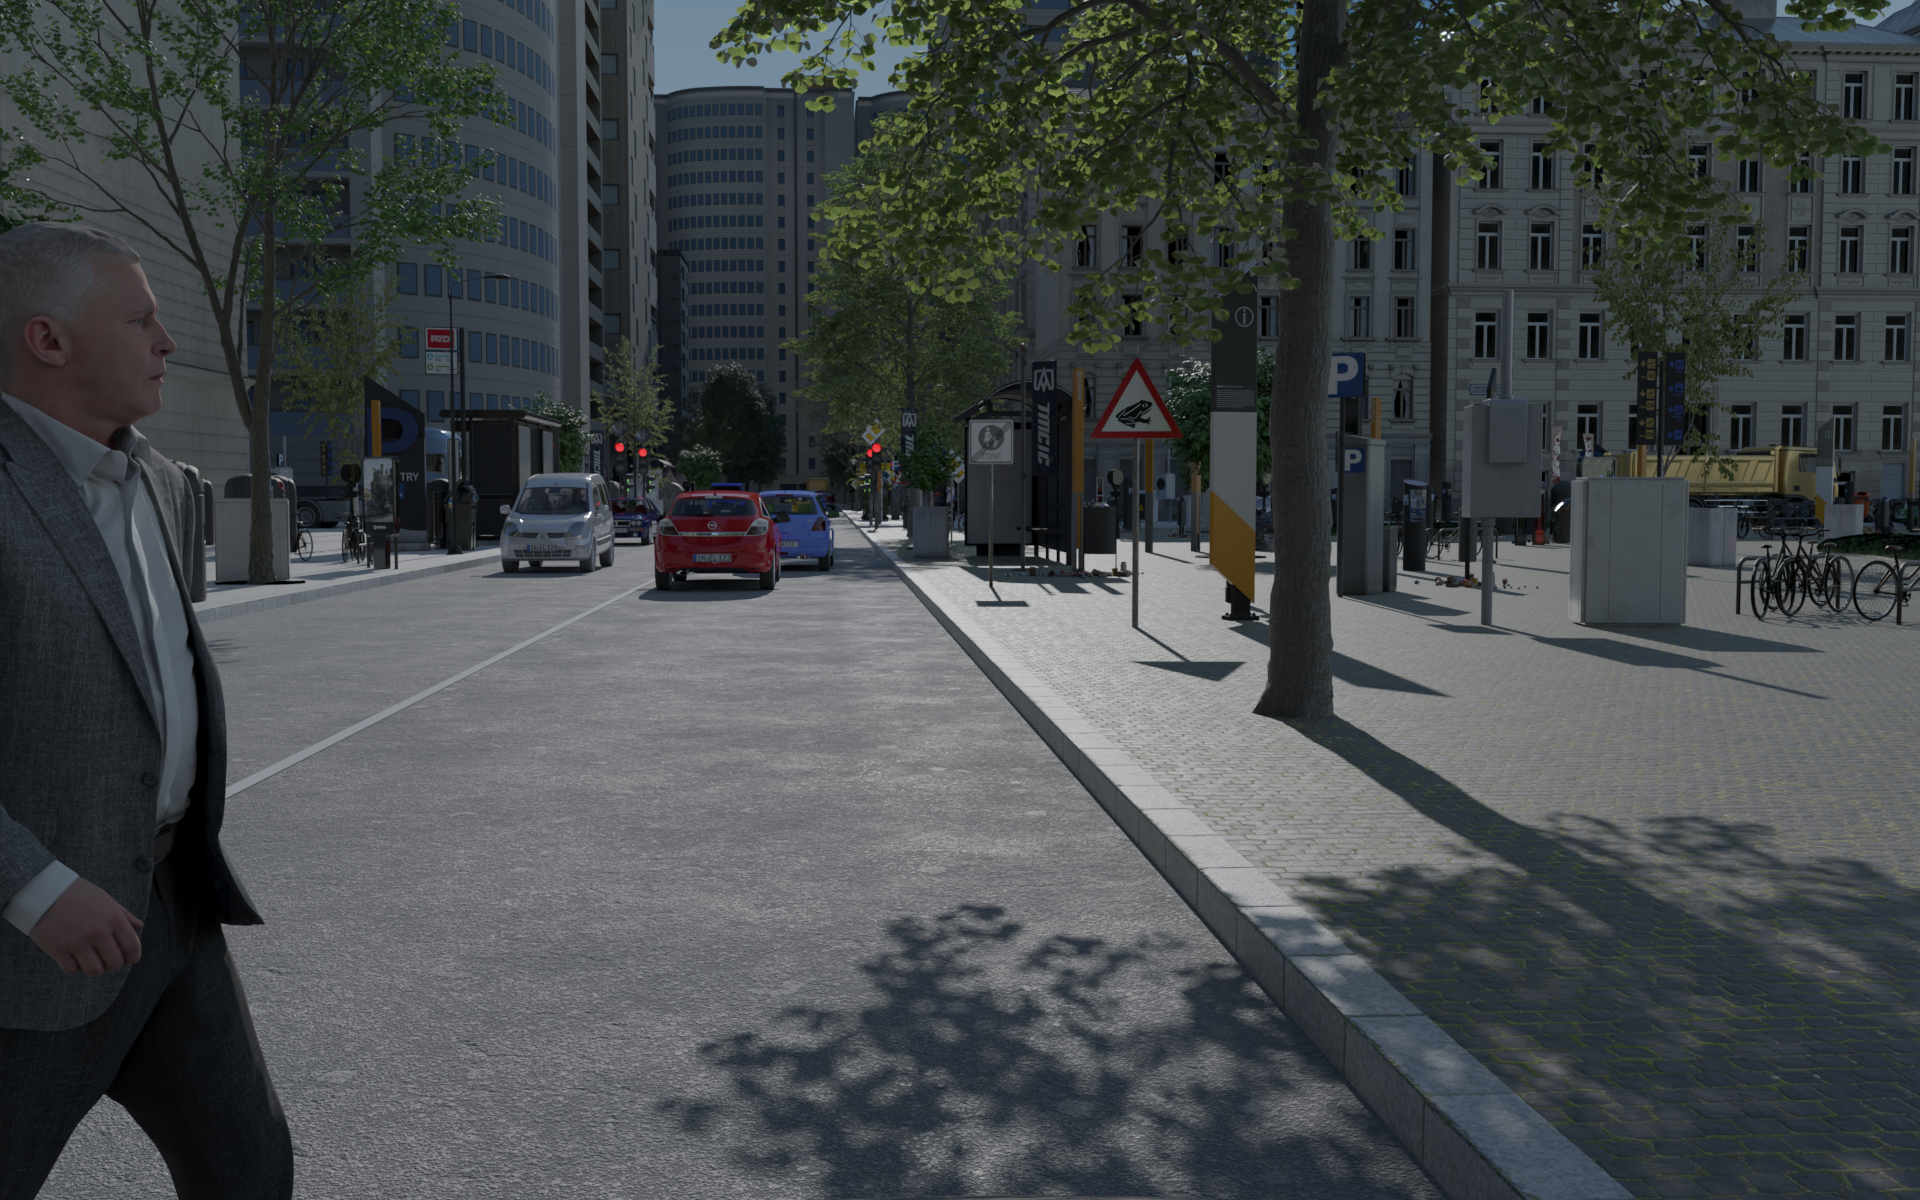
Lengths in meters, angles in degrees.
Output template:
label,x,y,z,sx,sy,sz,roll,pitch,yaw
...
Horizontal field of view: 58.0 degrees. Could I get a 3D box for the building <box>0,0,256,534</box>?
label,x,y,z,sx,sy,sz,roll,pitch,yaw
building,-42.772,-16.330,43.414,44.131,29.872,17.030,0,4,-4

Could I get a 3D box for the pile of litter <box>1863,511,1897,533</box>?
label,x,y,z,sx,sy,sz,roll,pitch,yaw
pile of litter,27.720,-2.362,52.589,1.719,0.858,1.176,-2,4,-23

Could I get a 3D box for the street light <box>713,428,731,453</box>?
label,x,y,z,sx,sy,sz,roll,pitch,yaw
street light,-16.708,-9.092,121.201,1.470,5.913,1.316,0,4,-4

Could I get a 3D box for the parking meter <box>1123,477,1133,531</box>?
label,x,y,z,sx,sy,sz,roll,pitch,yaw
parking meter,5.930,-3.356,60.584,0.399,1.863,0.255,-1,4,-22

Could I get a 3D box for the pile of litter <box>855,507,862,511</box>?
label,x,y,z,sx,sy,sz,roll,pitch,yaw
pile of litter,-7.397,-7.285,133.078,1.176,0.858,1.719,-2,4,-27

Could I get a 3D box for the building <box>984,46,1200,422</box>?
label,x,y,z,sx,sy,sz,roll,pitch,yaw
building,9.187,-19.804,111.185,14.401,28.519,23.554,0,4,-4

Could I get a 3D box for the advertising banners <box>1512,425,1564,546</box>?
label,x,y,z,sx,sy,sz,roll,pitch,yaw
advertising banners,14.579,-2.901,43.620,2.074,3.025,0.090,-3,4,-37

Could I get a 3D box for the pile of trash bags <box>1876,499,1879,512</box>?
label,x,y,z,sx,sy,sz,roll,pitch,yaw
pile of trash bags,39.811,-4.180,78.097,1.912,1.369,3.447,0,4,1

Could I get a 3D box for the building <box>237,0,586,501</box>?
label,x,y,z,sx,sy,sz,roll,pitch,yaw
building,-32.496,-33.643,92.067,21.231,58.520,28.212,0,4,-4

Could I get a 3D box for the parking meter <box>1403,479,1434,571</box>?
label,x,y,z,sx,sy,sz,roll,pitch,yaw
parking meter,7.608,-1.258,28.980,0.372,1.533,0.369,0,3,0

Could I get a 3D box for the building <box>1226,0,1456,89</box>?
label,x,y,z,sx,sy,sz,roll,pitch,yaw
building,45.580,-54.670,206.518,31.000,86.520,22.319,0,4,-4

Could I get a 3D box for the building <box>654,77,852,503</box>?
label,x,y,z,sx,sy,sz,roll,pitch,yaw
building,-29.220,-43.143,247.391,28.212,58.520,21.231,0,4,-4

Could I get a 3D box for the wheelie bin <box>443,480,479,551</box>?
label,x,y,z,sx,sy,sz,roll,pitch,yaw
wheelie bin,-11.326,-1.925,39.378,0.693,1.594,0.980,0,4,-4

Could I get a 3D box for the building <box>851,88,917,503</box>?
label,x,y,z,sx,sy,sz,roll,pitch,yaw
building,-0.842,-43.231,248.823,28.212,58.520,21.231,0,4,-4

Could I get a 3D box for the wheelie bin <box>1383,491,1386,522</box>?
label,x,y,z,sx,sy,sz,roll,pitch,yaw
wheelie bin,17.743,-4.042,73.988,0.693,1.594,0.980,-3,5,-42

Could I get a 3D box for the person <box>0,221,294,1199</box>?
label,x,y,z,sx,sy,sz,roll,pitch,yaw
person,-1.099,0.404,2.297,0.834,1.777,0.661,0,4,-1

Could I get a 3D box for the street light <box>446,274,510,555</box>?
label,x,y,z,sx,sy,sz,roll,pitch,yaw
street light,-10.193,-3.923,36.676,1.470,5.913,1.316,0,4,-4

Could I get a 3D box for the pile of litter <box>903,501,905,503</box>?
label,x,y,z,sx,sy,sz,roll,pitch,yaw
pile of litter,-4.005,-7.093,129.927,1.176,0.858,1.719,-1,4,-21

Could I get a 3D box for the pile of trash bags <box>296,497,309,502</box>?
label,x,y,z,sx,sy,sz,roll,pitch,yaw
pile of trash bags,-27.730,-3.758,71.201,1.912,1.369,3.447,-1,4,-23

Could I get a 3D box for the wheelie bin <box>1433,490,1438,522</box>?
label,x,y,z,sx,sy,sz,roll,pitch,yaw
wheelie bin,20.335,-4.120,75.263,0.693,1.594,0.980,-2,4,-26

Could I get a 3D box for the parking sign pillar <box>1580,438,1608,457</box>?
label,x,y,z,sx,sy,sz,roll,pitch,yaw
parking sign pillar,28.261,-5.429,77.230,1.447,3.967,1.447,-3,4,-36

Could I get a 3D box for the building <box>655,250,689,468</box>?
label,x,y,z,sx,sy,sz,roll,pitch,yaw
building,-39.372,-26.518,205.270,14.107,30.474,14.160,0,4,-4

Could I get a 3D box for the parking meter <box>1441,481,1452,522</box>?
label,x,y,z,sx,sy,sz,roll,pitch,yaw
parking meter,21.450,-4.323,76.389,0.255,1.863,0.399,-2,4,-27

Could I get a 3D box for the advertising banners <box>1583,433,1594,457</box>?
label,x,y,z,sx,sy,sz,roll,pitch,yaw
advertising banners,18.762,-3.325,50.549,2.074,3.025,0.090,-3,4,-36

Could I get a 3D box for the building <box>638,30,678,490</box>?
label,x,y,z,sx,sy,sz,roll,pitch,yaw
building,-40.536,-45.460,181.528,20.563,71.187,20.611,0,4,-4

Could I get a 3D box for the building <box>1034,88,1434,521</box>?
label,x,y,z,sx,sy,sz,roll,pitch,yaw
building,13.009,-14.449,85.385,18.267,20.994,9.793,0,4,-4

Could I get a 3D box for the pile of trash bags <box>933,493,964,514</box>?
label,x,y,z,sx,sy,sz,roll,pitch,yaw
pile of trash bags,-0.366,-6.135,110.062,3.447,1.369,1.912,3,5,40

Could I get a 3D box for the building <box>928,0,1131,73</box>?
label,x,y,z,sx,sy,sz,roll,pitch,yaw
building,7.179,-38.874,177.595,21.231,58.520,28.212,0,4,-4

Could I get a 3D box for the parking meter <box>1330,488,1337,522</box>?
label,x,y,z,sx,sy,sz,roll,pitch,yaw
parking meter,13.111,-3.190,60.574,0.372,1.533,0.369,0,3,0

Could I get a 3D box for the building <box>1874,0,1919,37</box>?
label,x,y,z,sx,sy,sz,roll,pitch,yaw
building,57.135,-18.609,90.169,20.117,28.700,13.634,0,4,-4

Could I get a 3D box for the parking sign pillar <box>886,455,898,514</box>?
label,x,y,z,sx,sy,sz,roll,pitch,yaw
parking sign pillar,-4.729,-7.642,113.412,1.447,3.967,1.447,-3,4,-36

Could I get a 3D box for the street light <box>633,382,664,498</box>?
label,x,y,z,sx,sy,sz,roll,pitch,yaw
street light,-13.003,-6.093,72.166,1.470,5.913,1.316,0,4,-4

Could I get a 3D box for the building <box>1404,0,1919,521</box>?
label,x,y,z,sx,sy,sz,roll,pitch,yaw
building,34.634,-17.777,87.910,25.104,27.353,12.463,0,4,-4

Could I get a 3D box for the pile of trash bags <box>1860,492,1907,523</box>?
label,x,y,z,sx,sy,sz,roll,pitch,yaw
pile of trash bags,42.855,-4.185,78.170,3.447,1.369,1.912,-1,4,-19

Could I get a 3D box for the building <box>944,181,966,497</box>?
label,x,y,z,sx,sy,sz,roll,pitch,yaw
building,5.440,-23.542,156.615,14.160,30.474,14.107,0,4,-4

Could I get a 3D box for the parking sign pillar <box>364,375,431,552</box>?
label,x,y,z,sx,sy,sz,roll,pitch,yaw
parking sign pillar,-12.738,-3.095,39.081,1.447,3.967,1.447,-1,4,-14

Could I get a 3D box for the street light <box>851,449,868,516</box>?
label,x,y,z,sx,sy,sz,roll,pitch,yaw
street light,-5.888,-7.712,98.626,1.470,5.913,1.316,0,4,-4

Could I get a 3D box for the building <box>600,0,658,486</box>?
label,x,y,z,sx,sy,sz,roll,pitch,yaw
building,-42.217,-34.767,157.682,28.713,52.752,27.495,0,4,-4

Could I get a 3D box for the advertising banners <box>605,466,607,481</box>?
label,x,y,z,sx,sy,sz,roll,pitch,yaw
advertising banners,-22.095,-6.817,107.642,0.090,3.025,2.074,-1,4,-20

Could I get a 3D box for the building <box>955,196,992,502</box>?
label,x,y,z,sx,sy,sz,roll,pitch,yaw
building,6.196,-20.698,135.670,12.463,27.353,25.104,0,4,-4

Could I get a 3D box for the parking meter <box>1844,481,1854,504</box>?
label,x,y,z,sx,sy,sz,roll,pitch,yaw
parking meter,41.124,-4.554,80.166,0.255,1.863,0.399,0,4,-2

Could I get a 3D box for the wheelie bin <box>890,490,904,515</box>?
label,x,y,z,sx,sy,sz,roll,pitch,yaw
wheelie bin,-3.817,-5.879,104.036,0.980,1.594,0.693,3,5,42

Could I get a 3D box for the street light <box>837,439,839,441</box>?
label,x,y,z,sx,sy,sz,roll,pitch,yaw
street light,-9.689,-10.672,147.020,1.470,5.913,1.316,0,4,-4

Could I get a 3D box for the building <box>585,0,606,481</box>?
label,x,y,z,sx,sy,sz,roll,pitch,yaw
building,-39.056,-30.995,130.478,21.300,48.544,21.600,0,4,-4

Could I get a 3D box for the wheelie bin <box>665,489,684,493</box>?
label,x,y,z,sx,sy,sz,roll,pitch,yaw
wheelie bin,-15.000,-4.986,89.427,0.980,1.594,0.693,-3,5,-43

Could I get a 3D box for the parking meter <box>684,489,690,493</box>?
label,x,y,z,sx,sy,sz,roll,pitch,yaw
parking meter,-15.717,-5.758,99.854,0.255,1.863,0.399,1,4,12

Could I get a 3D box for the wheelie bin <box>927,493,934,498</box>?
label,x,y,z,sx,sy,sz,roll,pitch,yaw
wheelie bin,-2.164,-7.463,129.925,0.693,1.594,0.980,1,4,20
